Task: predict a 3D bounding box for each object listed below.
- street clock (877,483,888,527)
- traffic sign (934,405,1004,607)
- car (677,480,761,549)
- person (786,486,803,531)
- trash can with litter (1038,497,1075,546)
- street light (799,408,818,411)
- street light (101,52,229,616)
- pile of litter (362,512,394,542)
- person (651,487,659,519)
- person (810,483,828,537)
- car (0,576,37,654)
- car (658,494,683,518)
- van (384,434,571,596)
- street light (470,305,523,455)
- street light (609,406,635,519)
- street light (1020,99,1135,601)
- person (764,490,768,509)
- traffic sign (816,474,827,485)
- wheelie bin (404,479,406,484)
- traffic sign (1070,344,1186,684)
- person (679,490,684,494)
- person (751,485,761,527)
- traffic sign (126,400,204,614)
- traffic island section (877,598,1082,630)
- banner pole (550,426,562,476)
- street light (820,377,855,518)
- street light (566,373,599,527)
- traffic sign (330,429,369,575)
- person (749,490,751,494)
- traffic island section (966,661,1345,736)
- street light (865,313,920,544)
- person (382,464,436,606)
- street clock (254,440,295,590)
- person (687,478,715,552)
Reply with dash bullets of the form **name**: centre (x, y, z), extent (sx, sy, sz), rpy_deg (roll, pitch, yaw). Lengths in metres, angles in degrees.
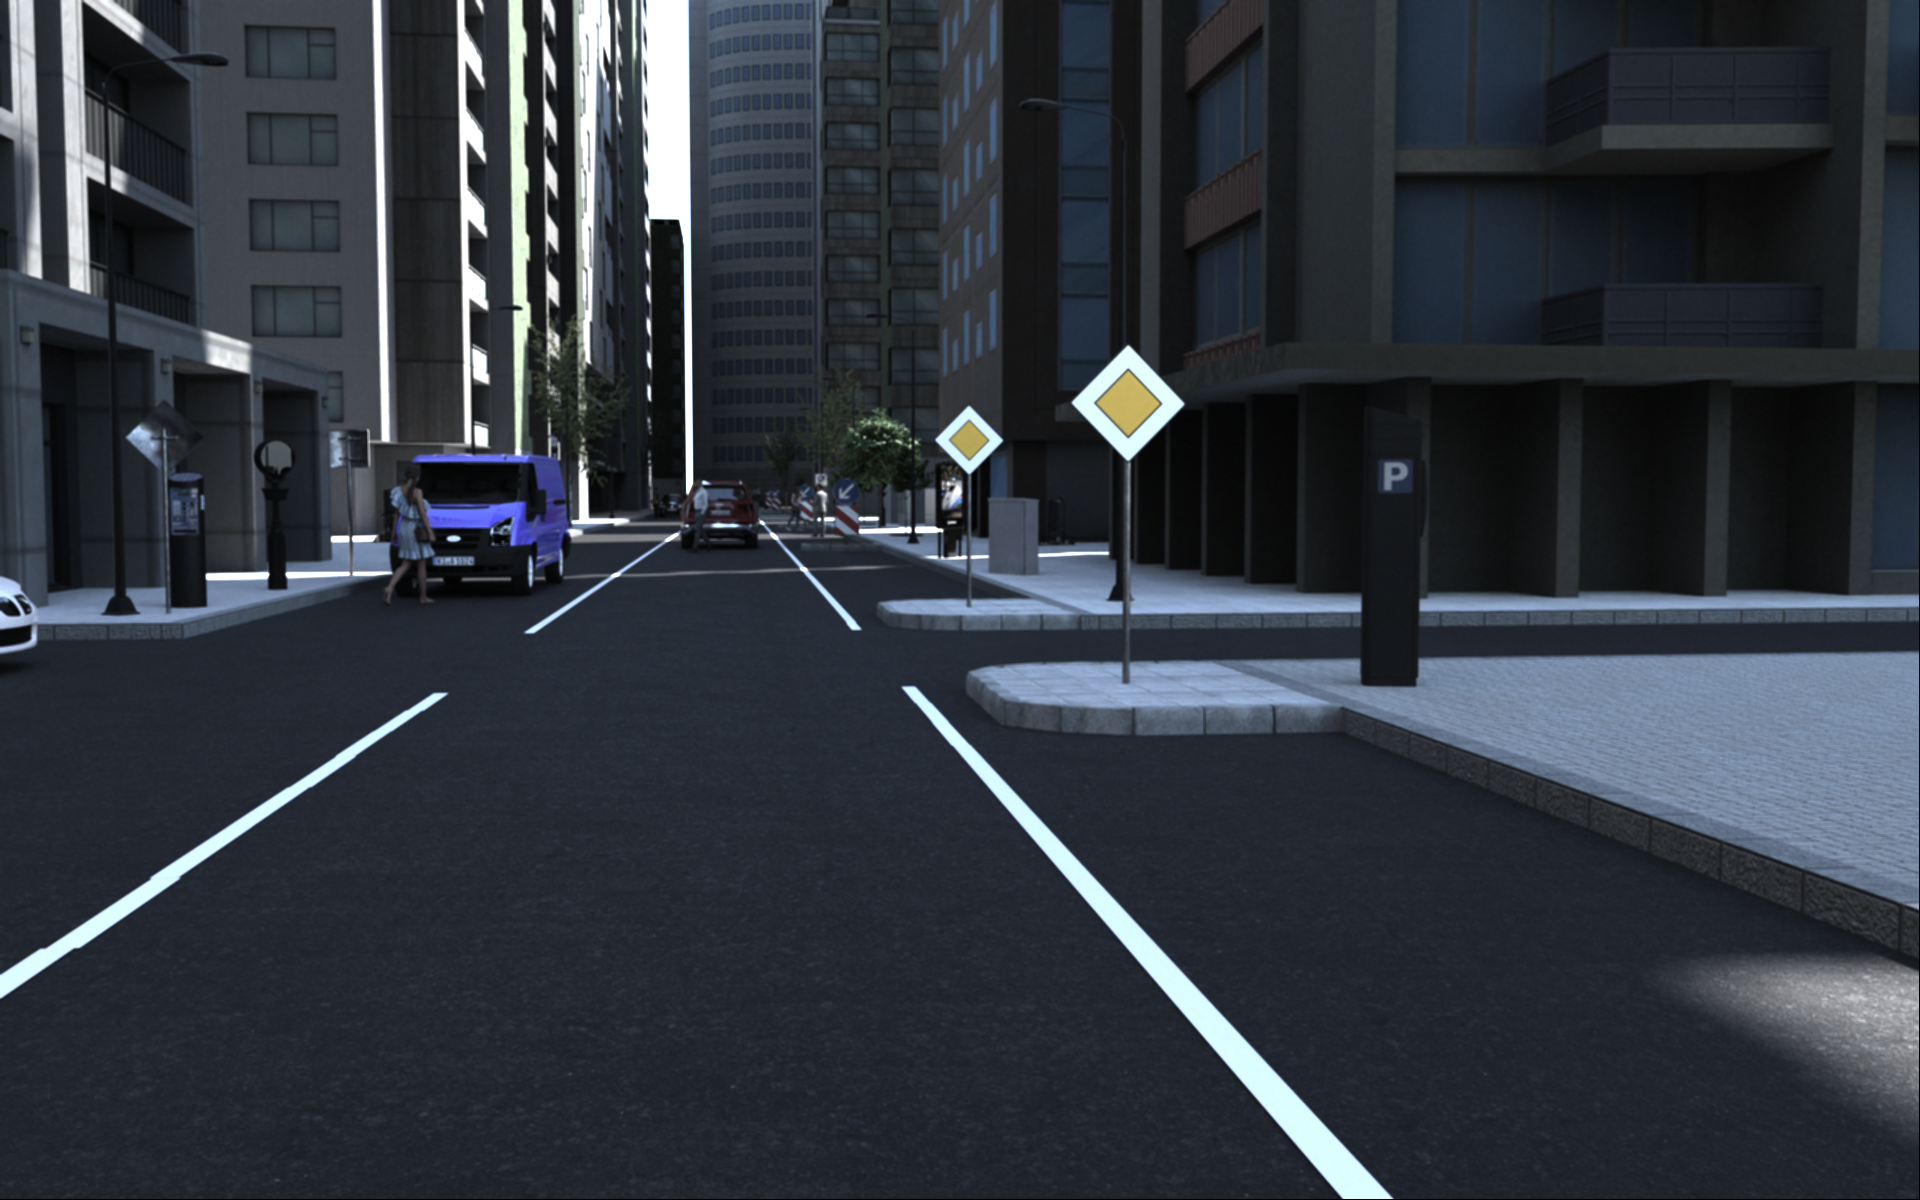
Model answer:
- **street clock**: centre (-3.071, -3.907, 68.441), extent (0.358, 2.002, 0.471), rpy_deg (3, 4, 37)
- **traffic sign**: centre (0.099, -0.975, 19.583), extent (0.795, 2.450, 0.064), rpy_deg (0, 4, -7)
- **car**: centre (-6.563, -2.357, 47.217), extent (2.281, 1.827, 5.304), rpy_deg (0, 4, -8)
- **person**: centre (-6.458, -3.578, 67.586), extent (0.643, 1.750, 0.593), rpy_deg (1, 4, 22)
- **trash can with litter**: centre (2.047, -1.980, 43.430), extent (2.233, 1.210, 1.678), rpy_deg (-3, 4, -39)
- **street light**: centre (-7.941, -7.384, 93.272), extent (1.470, 5.913, 1.316), rpy_deg (0, 4, -7)
- **street light**: centre (-8.401, -2.800, 18.328), extent (1.470, 5.913, 1.316), rpy_deg (0, 4, -7)
- **pile of litter**: centre (-15.140, -1.983, 46.387), extent (1.719, 0.858, 1.176), rpy_deg (1, 4, 23)
- **person**: centre (-17.548, -5.573, 99.718), extent (0.705, 1.812, 1.348), rpy_deg (-1, 4, -23)
- **person**: centre (-4.727, -2.997, 57.701), extent (0.583, 1.804, 0.606), rpy_deg (2, 4, 34)
- **car**: centre (-9.934, -0.078, 13.639), extent (4.827, 1.381, 2.083), rpy_deg (0, 4, -7)
- **car**: centre (-17.613, -5.918, 106.540), extent (2.009, 1.686, 4.222), rpy_deg (0, 4, -6)
- **van**: centre (-7.166, -1.331, 26.144), extent (2.240, 2.365, 5.245), rpy_deg (0, 4, -6)
- **street light**: centre (-11.457, -4.291, 42.698), extent (1.470, 5.913, 1.316), rpy_deg (0, 4, -7)
- **street light**: centre (-17.735, -7.236, 90.853), extent (1.470, 5.913, 1.316), rpy_deg (0, 4, -7)
- **street light**: centre (1.397, -2.940, 20.617), extent (1.470, 5.913, 1.316), rpy_deg (0, 4, -7)
- **person**: centre (-17.886, -9.287, 160.297), extent (0.705, 1.831, 1.348), rpy_deg (1, 4, 13)
- **traffic sign**: centre (-6.958, -5.185, 86.898), extent (0.606, 2.300, 0.079), rpy_deg (0, 4, -4)
- **wheelie bin**: centre (-11.833, -1.815, 37.582), extent (0.693, 1.594, 0.980), rpy_deg (2, 4, 27)
- **traffic sign**: centre (1.121, -0.491, 11.663), extent (0.795, 2.450, 0.064), rpy_deg (0, 4, -7)
- **person**: centre (-22.569, -8.057, 140.674), extent (0.683, 1.767, 0.568), rpy_deg (-1, 4, -17)
- **person**: centre (-8.862, -4.105, 75.422), extent (0.447, 1.846, 0.655), rpy_deg (-2, 4, -26)
- **traffic sign**: centre (-8.477, -0.909, 18.501), extent (0.795, 2.450, 0.064), rpy_deg (0, 4, -7)
- **traffic island section**: centre (0.122, 0.160, 19.663), extent (2.009, 0.180, 2.903), rpy_deg (0, 4, -7)
- **banner pole**: centre (-14.816, -4.510, 63.762), extent (0.401, 3.779, 0.863), rpy_deg (1, 4, 23)
- **street light**: centre (-4.770, -5.898, 68.980), extent (1.470, 5.913, 1.316), rpy_deg (0, 4, -7)
- **street light**: centre (-14.543, -5.751, 66.568), extent (1.470, 5.913, 1.316), rpy_deg (0, 4, -7)
- **traffic sign**: centre (-9.628, -1.542, 27.338), extent (0.606, 2.300, 0.079), rpy_deg (0, 4, -1)
- **person**: centre (-17.639, -8.380, 146.068), extent (0.434, 1.755, 0.990), rpy_deg (2, 4, 34)
- **traffic island section**: centre (1.143, 0.645, 11.743), extent (2.009, 0.180, 2.903), rpy_deg (0, 4, -7)
- **street light**: centre (-1.750, -4.412, 44.670), extent (1.470, 5.913, 1.316), rpy_deg (0, 4, -7)
- **person**: centre (-7.031, -0.834, 22.224), extent (0.616, 1.811, 0.778), rpy_deg (2, 4, 33)
- **street clock**: centre (-9.182, -1.142, 23.248), extent (0.471, 2.002, 0.358), rpy_deg (-3, 5, -42)
- **person**: centre (-6.440, -2.098, 42.897), extent (0.850, 1.850, 0.679), rpy_deg (-3, 5, -40)
